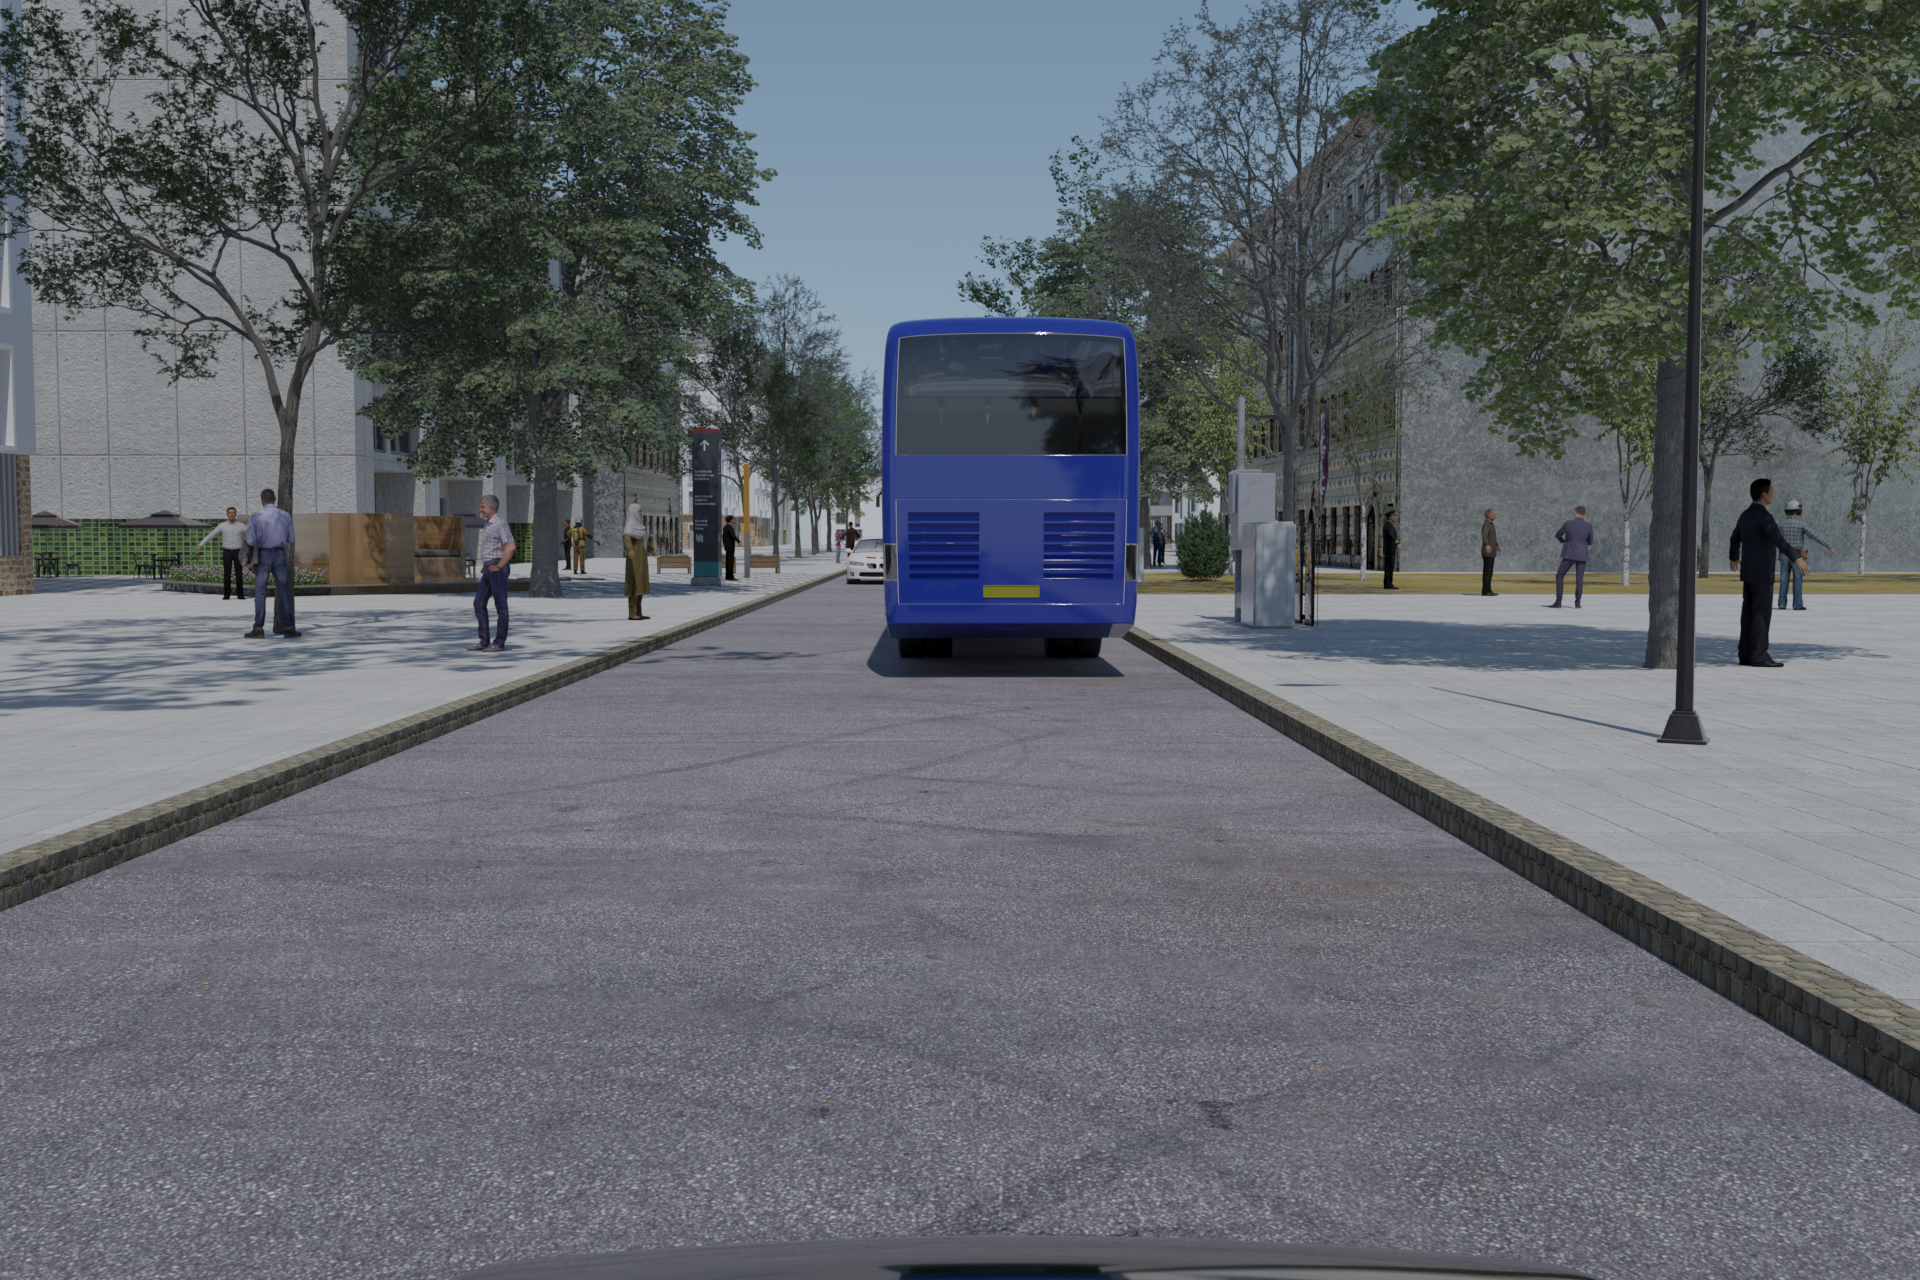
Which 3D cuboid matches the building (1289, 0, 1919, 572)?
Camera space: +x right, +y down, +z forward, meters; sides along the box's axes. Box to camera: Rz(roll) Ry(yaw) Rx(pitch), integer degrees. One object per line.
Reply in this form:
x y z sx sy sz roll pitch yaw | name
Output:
23.894 -14.409 66.510 19.493 23.208 18.063 0 3 0 | building

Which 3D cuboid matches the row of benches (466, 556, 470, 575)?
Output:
-15.780 -2.348 53.854 1.422 0.672 4.104 -1 4 -9 | row of benches

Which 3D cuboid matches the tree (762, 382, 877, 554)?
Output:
-9.366 -11.515 114.018 9.928 11.665 9.643 0 3 0 | tree

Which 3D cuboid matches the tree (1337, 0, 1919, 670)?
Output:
6.859 -5.974 15.803 7.486 12.596 7.792 0 3 0 | tree

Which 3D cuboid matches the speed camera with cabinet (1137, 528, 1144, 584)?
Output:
4.461 -3.137 45.633 0.660 3.252 2.038 0 4 0 | speed camera with cabinet

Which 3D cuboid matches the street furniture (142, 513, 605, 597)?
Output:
-14.956 -2.027 40.002 11.010 1.723 9.812 -3 5 -43 | street furniture

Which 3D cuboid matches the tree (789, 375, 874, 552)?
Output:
-9.777 -12.590 123.965 7.486 12.596 7.792 0 3 0 | tree

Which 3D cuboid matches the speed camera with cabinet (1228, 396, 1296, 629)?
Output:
4.242 -1.834 24.325 0.660 3.252 2.038 0 4 -1 | speed camera with cabinet

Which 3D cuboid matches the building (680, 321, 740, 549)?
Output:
-26.187 -18.252 154.846 16.016 20.090 11.380 0 4 -1 | building

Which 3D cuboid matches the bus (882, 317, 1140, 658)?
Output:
0.419 -1.918 22.913 2.896 3.916 12.251 0 4 -1 | bus

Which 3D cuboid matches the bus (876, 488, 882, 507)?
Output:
-1.479 -4.501 65.139 2.896 3.916 12.251 0 4 -1 | bus

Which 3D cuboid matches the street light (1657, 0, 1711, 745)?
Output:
5.010 -2.322 10.513 1.470 5.913 1.316 0 4 -1 | street light

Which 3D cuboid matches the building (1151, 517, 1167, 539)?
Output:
23.172 -14.846 184.885 9.099 9.664 28.070 0 4 -1 | building

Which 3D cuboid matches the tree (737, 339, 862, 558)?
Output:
-8.822 -10.199 92.505 9.928 11.665 9.643 0 3 0 | tree

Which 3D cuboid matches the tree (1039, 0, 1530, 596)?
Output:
6.955 -7.687 36.061 12.009 13.543 11.850 0 3 0 | tree

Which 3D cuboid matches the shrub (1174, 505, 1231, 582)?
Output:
6.596 -2.625 46.965 1.661 2.075 1.752 0 3 0 | shrub

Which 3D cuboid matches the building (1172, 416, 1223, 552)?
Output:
20.272 -10.559 114.784 9.099 9.664 28.070 0 4 0 | building

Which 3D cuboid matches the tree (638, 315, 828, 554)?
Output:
-8.605 -8.204 68.545 7.601 10.594 8.767 2 4 33 | tree

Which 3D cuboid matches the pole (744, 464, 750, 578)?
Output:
-6.189 -3.453 50.294 0.158 3.312 0.155 0 3 0 | pole

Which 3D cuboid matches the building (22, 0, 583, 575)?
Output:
-26.941 -12.378 68.830 16.747 18.905 31.486 0 4 0 | building

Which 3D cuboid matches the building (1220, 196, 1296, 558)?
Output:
23.836 -15.637 86.598 19.493 23.208 18.063 0 4 -1 | building

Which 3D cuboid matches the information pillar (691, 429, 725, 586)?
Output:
-6.256 -3.273 42.891 0.750 3.857 0.750 0 4 0 | information pillar

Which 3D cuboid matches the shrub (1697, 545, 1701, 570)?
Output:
22.614 -2.623 54.002 1.383 1.207 1.383 0 3 0 | shrub

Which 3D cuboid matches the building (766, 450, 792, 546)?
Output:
-29.336 -20.583 202.987 16.747 18.905 31.486 0 4 -1 | building

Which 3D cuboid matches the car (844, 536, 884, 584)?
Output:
-2.342 -2.366 51.051 2.083 1.381 4.827 0 4 -1 | car

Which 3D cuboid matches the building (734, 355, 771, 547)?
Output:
-25.185 -19.297 171.927 16.016 20.090 11.380 0 4 1 | building

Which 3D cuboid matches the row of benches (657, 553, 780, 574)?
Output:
-7.929 -2.496 56.275 4.104 0.672 1.422 -1 4 -15 | row of benches

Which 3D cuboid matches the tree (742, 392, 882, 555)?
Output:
-8.892 -10.426 104.879 8.767 10.594 7.601 -1 4 -14 | tree

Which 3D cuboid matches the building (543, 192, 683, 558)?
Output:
-26.991 -16.490 100.542 19.493 23.208 18.063 0 4 0 | building

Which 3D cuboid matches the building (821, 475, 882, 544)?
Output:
-4.098 -17.585 232.113 28.070 9.664 9.099 0 4 7 | building

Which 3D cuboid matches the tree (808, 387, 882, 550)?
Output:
-9.186 -14.024 139.656 12.009 13.543 11.850 0 3 0 | tree

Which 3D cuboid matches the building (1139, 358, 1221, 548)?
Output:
21.816 -18.958 166.389 16.016 20.090 11.380 0 3 0 | building
